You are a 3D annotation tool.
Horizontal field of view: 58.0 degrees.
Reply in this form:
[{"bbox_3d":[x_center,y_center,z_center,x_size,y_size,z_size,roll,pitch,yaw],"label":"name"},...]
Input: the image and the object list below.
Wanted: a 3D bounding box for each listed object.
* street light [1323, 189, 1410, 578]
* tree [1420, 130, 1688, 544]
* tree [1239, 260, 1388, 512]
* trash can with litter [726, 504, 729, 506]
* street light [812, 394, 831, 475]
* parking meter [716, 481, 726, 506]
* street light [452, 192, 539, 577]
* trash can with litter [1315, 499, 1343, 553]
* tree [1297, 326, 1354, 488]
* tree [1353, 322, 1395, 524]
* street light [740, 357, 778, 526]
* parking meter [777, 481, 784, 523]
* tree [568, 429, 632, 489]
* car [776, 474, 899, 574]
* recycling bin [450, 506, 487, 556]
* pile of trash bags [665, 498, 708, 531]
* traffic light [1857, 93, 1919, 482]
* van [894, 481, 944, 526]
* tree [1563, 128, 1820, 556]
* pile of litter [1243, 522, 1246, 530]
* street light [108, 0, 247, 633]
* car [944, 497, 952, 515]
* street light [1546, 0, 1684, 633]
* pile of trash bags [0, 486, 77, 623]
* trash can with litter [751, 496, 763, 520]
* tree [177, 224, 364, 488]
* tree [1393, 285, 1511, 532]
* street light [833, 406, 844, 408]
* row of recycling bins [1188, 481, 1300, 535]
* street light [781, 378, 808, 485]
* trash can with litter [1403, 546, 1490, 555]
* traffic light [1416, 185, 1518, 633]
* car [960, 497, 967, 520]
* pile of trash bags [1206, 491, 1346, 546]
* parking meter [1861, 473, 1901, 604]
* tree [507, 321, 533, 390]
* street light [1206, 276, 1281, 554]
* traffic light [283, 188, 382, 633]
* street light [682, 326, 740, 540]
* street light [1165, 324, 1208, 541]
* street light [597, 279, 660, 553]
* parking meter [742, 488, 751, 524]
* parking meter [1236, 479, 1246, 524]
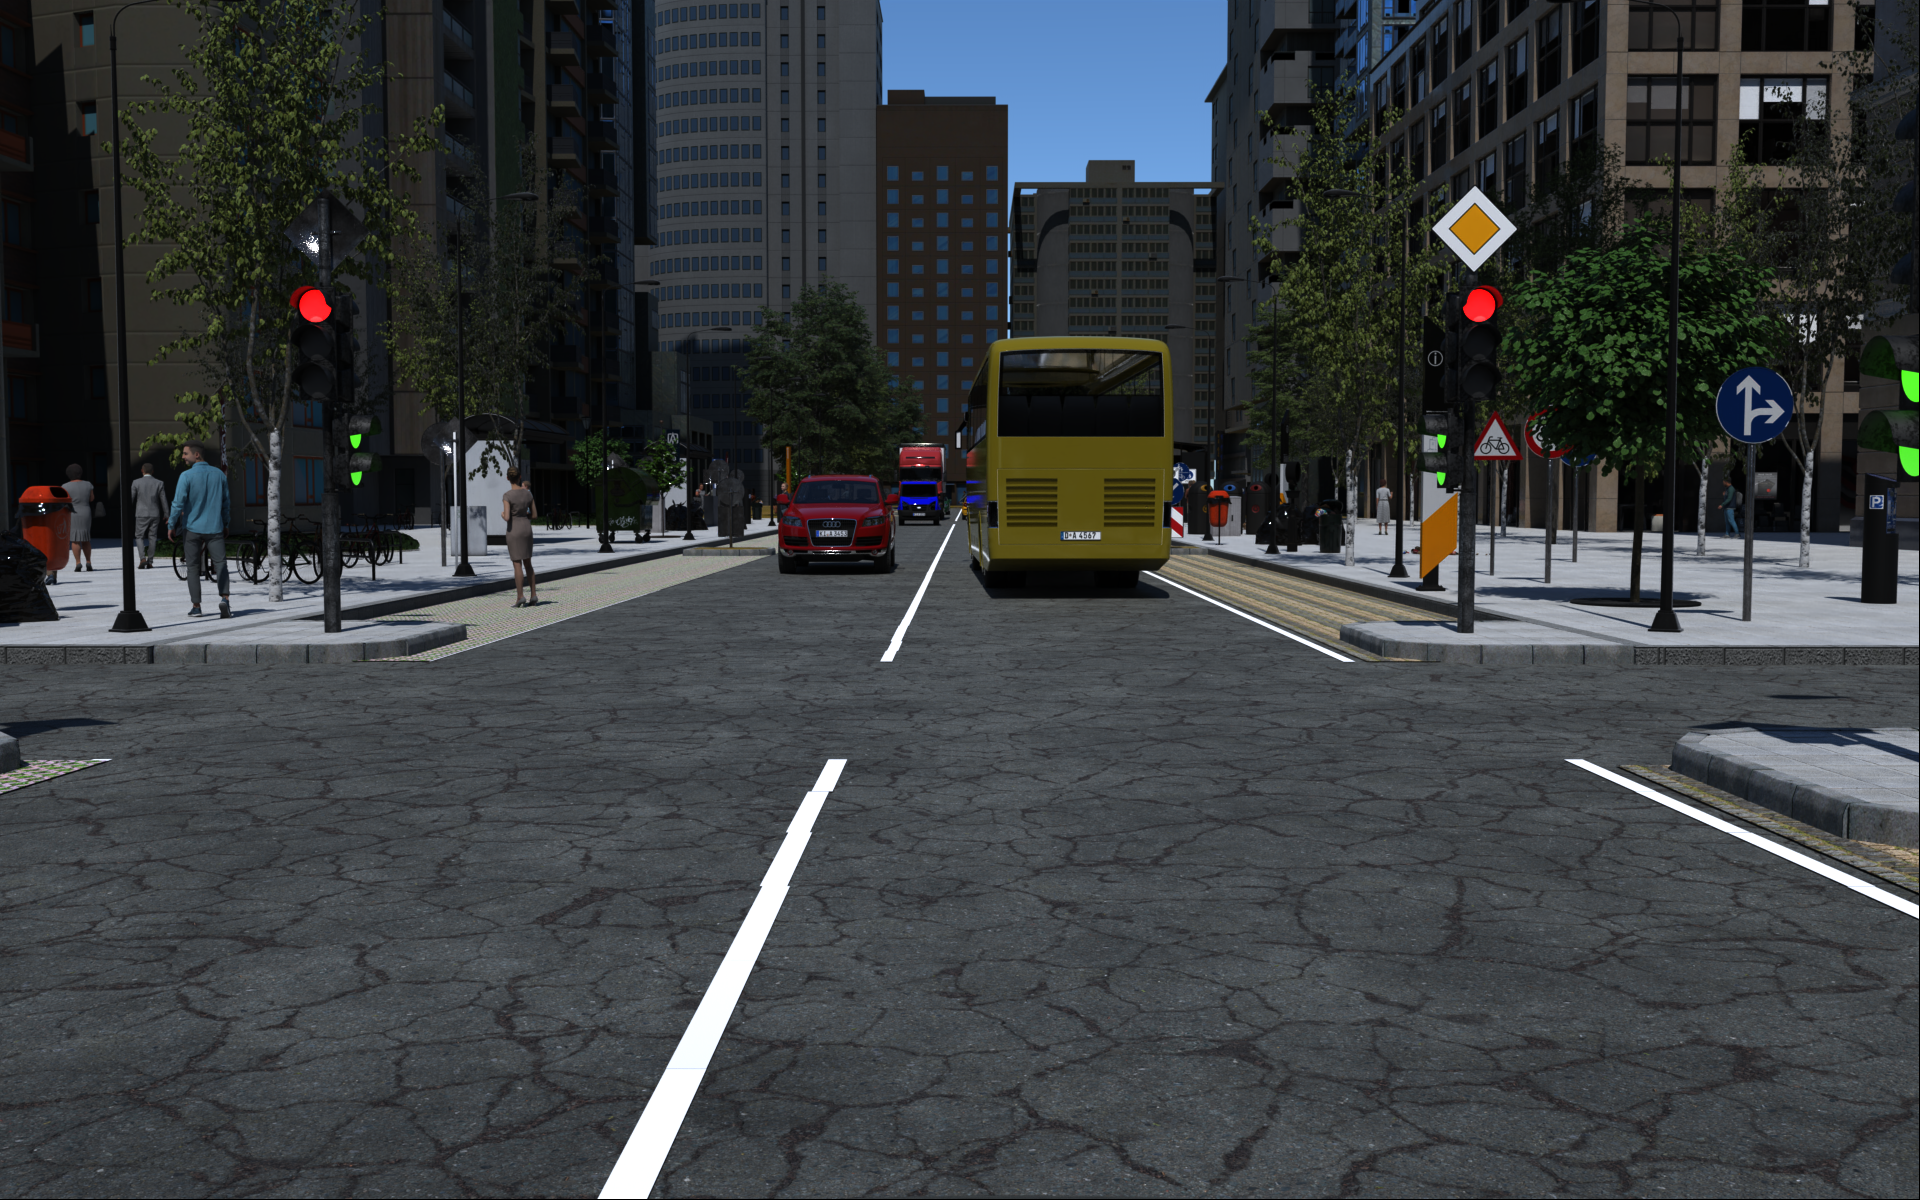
[{"bbox_3d":[6.229,-3.304,26.557,1.470,5.913,1.316,0,4,0],"label":"street light"},{"bbox_3d":[15.483,-6.707,44.068,7.601,10.594,8.767,0,4,-3],"label":"tree"},{"bbox_3d":[17.243,-10.172,84.446,7.486,12.596,7.792,0,3,0],"label":"tree"},{"bbox_3d":[-10.002,-4.070,77.609,1.678,1.210,2.233,3,4,36],"label":"trash can with litter"},{"bbox_3d":[-6.909,-6.588,80.247,1.470,5.913,1.316,0,4,0],"label":"street light"},{"bbox_3d":[-10.266,-4.202,74.416,0.399,1.863,0.255,3,4,36],"label":"parking meter"},{"bbox_3d":[-7.189,-3.321,26.837,1.470,5.913,1.316,0,4,0],"label":"street light"},{"bbox_3d":[8.052,-1.626,37.970,0.624,1.170,1.055,0,4,7],"label":"trash can with litter"},{"bbox_3d":[16.477,-7.499,72.979,4.360,8.622,3.978,0,3,0],"label":"tree"},{"bbox_3d":[17.754,-7.170,67.586,4.360,8.622,3.978,0,3,0],"label":"tree"},{"bbox_3d":[-7.060,-5.267,58.654,1.470,5.913,1.316,0,4,0],"label":"street light"},{"bbox_3d":[-7.964,-4.376,77.256,0.255,1.863,0.399,2,4,27],"label":"parking meter"},{"bbox_3d":[-18.037,-6.315,86.959,4.285,4.588,4.351,0,3,0],"label":"tree"},{"bbox_3d":[-2.281,-1.483,32.917,2.281,1.827,5.304,0,4,-1],"label":"car"},{"bbox_3d":[-10.229,-1.438,36.066,0.722,1.027,0.722,-1,4,-16],"label":"recycling bin"},{"bbox_3d":[-10.628,-3.191,61.927,3.447,1.369,1.912,3,4,37],"label":"pile of trash bags"},{"bbox_3d":[4.616,-1.162,7.927,0.839,4.253,0.868,0,4,0],"label":"traffic light"},{"bbox_3d":[-1.901,-4.637,80.197,2.240,2.365,5.245,0,4,-1],"label":"van"},{"bbox_3d":[15.521,-5.235,35.957,4.737,8.622,4.395,0,3,0],"label":"tree"},{"bbox_3d":[10.701,-2.964,62.423,1.719,0.858,1.176,-1,4,-17],"label":"pile of litter"},{"bbox_3d":[-7.215,-2.658,16.000,1.470,5.913,1.316,0,4,0],"label":"street light"},{"bbox_3d":[-1.629,-6.655,120.614,2.131,1.459,4.920,0,4,1],"label":"car"},{"bbox_3d":[6.069,-2.661,16.050,1.470,5.913,1.316,0,4,0],"label":"street light"},{"bbox_3d":[-10.030,-0.471,17.458,1.912,1.369,3.447,0,4,3],"label":"pile of trash bags"},{"bbox_3d":[-10.336,-4.573,86.149,1.055,1.170,0.624,-1,4,-11],"label":"trash can with litter"},{"bbox_3d":[-18.047,-5.808,45.329,4.360,8.622,3.978,0,3,0],"label":"tree"},{"bbox_3d":[16.985,-6.637,58.878,4.360,8.622,3.978,0,3,0],"label":"tree"},{"bbox_3d":[-6.807,-7.248,91.051,1.470,5.913,1.316,0,4,0],"label":"street light"},{"bbox_3d":[8.991,-2.926,54.948,3.534,1.692,1.069,1,4,14],"label":"row of recycling bins"},{"bbox_3d":[-6.984,-5.909,69.161,1.470,5.913,1.316,0,4,0],"label":"street light"},{"bbox_3d":[10.217,-1.597,37.165,1.678,1.210,2.233,-1,4,-13],"label":"trash can with litter"},{"bbox_3d":[4.659,-1.651,15.912,0.839,4.253,0.868,0,4,0],"label":"traffic light"},{"bbox_3d":[0.959,-5.328,97.341,2.015,1.641,3.980,0,4,1],"label":"car"},{"bbox_3d":[7.947,-2.080,43.768,3.447,1.369,1.912,0,4,3],"label":"pile of trash bags"},{"bbox_3d":[10.814,-0.730,20.341,0.372,1.533,0.369,0,3,0],"label":"parking meter"},{"bbox_3d":[-15.051,-6.156,51.009,4.737,8.622,4.395,0,3,0],"label":"tree"},{"bbox_3d":[6.181,-3.946,37.065,1.470,5.913,1.316,0,4,0],"label":"street light"},{"bbox_3d":[-5.802,-1.653,15.952,0.839,4.253,0.868,0,4,0],"label":"traffic light"},{"bbox_3d":[-7.018,-4.624,48.146,1.470,5.913,1.316,0,4,0],"label":"street light"},{"bbox_3d":[6.300,-4.589,47.572,1.470,5.913,1.316,0,4,0],"label":"street light"},{"bbox_3d":[-7.186,-3.982,37.639,1.470,5.913,1.316,0,4,0],"label":"street light"},{"bbox_3d":[-9.122,-4.012,74.011,0.372,1.533,0.369,0,3,0],"label":"parking meter"},{"bbox_3d":[10.894,-3.768,67.326,0.399,1.863,0.255,-1,4,-15],"label":"parking meter"}]
